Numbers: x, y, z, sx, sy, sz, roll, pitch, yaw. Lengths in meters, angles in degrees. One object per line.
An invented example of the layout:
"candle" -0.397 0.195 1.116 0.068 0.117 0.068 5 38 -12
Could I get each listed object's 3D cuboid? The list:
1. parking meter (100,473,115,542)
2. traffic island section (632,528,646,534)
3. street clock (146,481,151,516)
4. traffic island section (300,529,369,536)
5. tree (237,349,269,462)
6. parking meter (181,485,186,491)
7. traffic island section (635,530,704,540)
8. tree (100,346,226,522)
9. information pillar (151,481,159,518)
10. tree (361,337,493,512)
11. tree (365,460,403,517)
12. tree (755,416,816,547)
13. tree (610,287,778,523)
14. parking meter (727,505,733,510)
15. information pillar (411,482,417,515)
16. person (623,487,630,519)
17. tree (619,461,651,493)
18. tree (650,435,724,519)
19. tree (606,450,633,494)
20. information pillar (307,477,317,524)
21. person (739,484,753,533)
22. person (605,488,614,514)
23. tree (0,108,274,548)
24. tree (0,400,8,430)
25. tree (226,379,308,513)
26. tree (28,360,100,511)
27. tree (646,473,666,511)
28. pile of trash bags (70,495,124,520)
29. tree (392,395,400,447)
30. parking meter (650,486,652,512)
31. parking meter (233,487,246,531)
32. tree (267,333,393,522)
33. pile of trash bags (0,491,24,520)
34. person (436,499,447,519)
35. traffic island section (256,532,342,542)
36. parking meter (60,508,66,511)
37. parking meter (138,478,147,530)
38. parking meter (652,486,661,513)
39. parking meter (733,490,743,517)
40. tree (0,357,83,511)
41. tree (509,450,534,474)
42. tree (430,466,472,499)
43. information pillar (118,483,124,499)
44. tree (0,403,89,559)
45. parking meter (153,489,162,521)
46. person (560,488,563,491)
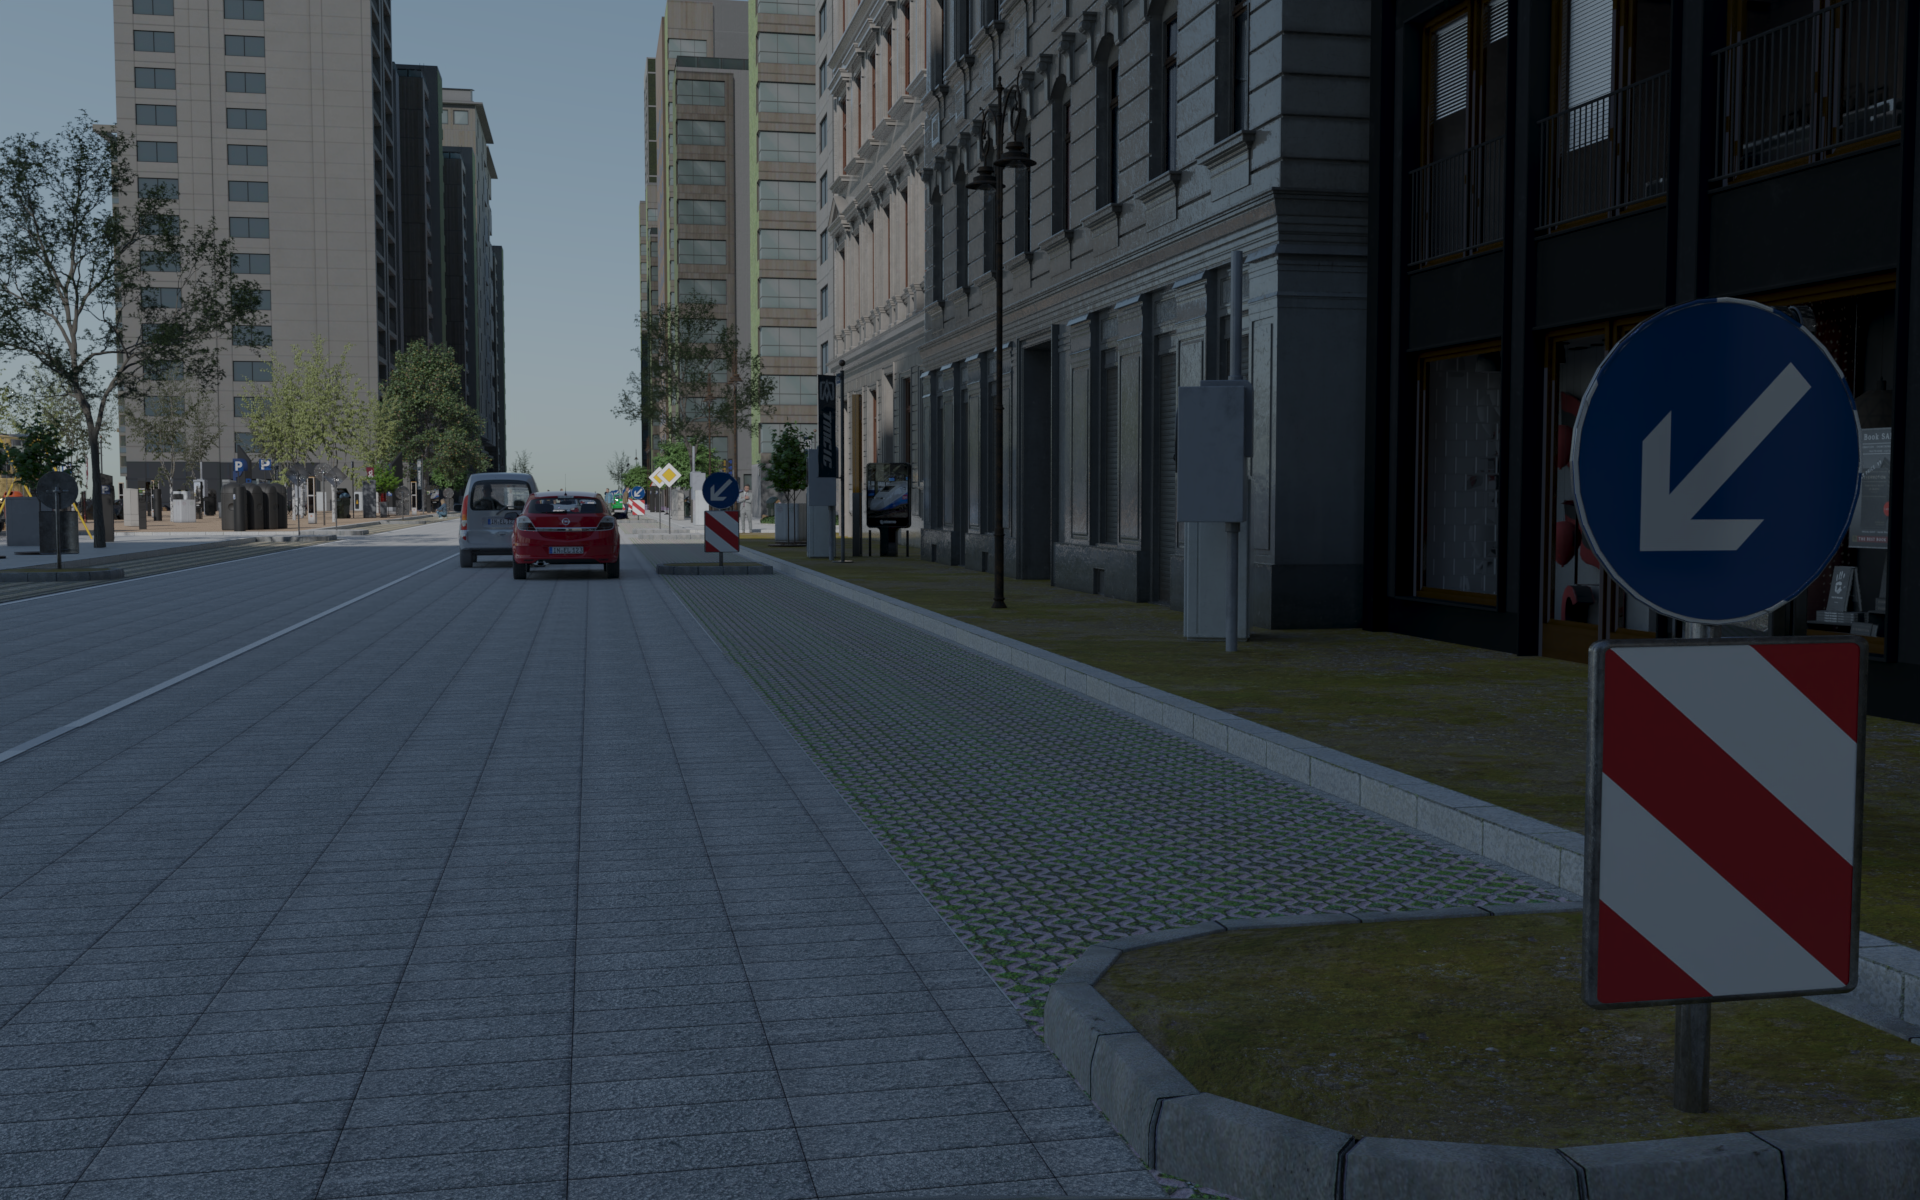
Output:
"parking meter" -22.841 -2.486 46.363 0.399 1.863 0.255 -1 4 -21
"traffic island section" -10.956 -2.515 63.400 2.009 0.180 2.903 -1 4 -12
"street clock" -46.615 -5.808 99.529 0.471 2.002 0.358 -1 4 -22
"traffic island section" -22.002 -2.372 61.065 2.009 0.180 2.903 -1 4 -12
"tree" -32.681 -8.180 84.100 4.737 8.622 4.395 0 3 0
"parking meter" -48.557 -6.276 108.315 0.255 1.863 0.399 -1 4 -18
"traffic island section" -9.295 -2.037 55.589 2.009 0.180 2.903 -1 4 -12
"tree" -36.770 -7.930 80.022 4.360 8.622 3.978 0 3 0
"information pillar" -43.662 -5.473 93.973 0.304 2.012 0.304 3 5 40
"tree" -38.889 -12.799 126.274 9.611 12.733 9.660 0 3 0
"tree" -32.765 -6.294 97.508 1.663 3.219 1.824 0 3 0
"tree" -4.281 -3.063 44.688 1.663 3.219 1.824 0 3 0
"tree" -11.759 -8.740 77.319 8.767 10.594 7.601 1 4 17
"parking meter" -13.128 -5.539 98.971 0.372 1.533 0.369 0 3 0
"information pillar" -32.829 -6.095 104.149 0.304 2.012 0.304 -1 4 -14
"person" -18.872 -5.470 97.850 0.656 1.842 0.836 2 4 32
"tree" -31.858 -11.506 171.830 4.285 4.588 4.351 0 3 0
"tree" -14.698 -6.849 95.695 4.285 4.588 4.351 0 3 0
"tree" -56.137 -20.514 285.772 4.360 8.622 3.978 0 3 0
"information pillar" -27.850 -4.279 74.448 0.304 2.012 0.304 0 4 -3
"person" -7.536 -3.198 60.972 0.511 1.800 0.466 0 4 -7
"person" -20.817 -5.746 102.786 0.601 1.785 0.444 3 4 38
"tree" -20.560 -6.543 41.389 8.767 10.594 7.601 0 4 -7
"tree" -61.435 -9.600 107.328 4.360 8.622 3.978 0 3 0
"tree" -43.875 -9.785 110.343 4.360 8.622 3.978 0 3 0
"tree" -45.690 -8.512 89.539 4.360 8.622 3.978 0 3 0
"tree" -23.119 -8.382 131.653 1.663 3.219 1.824 0 3 0
"pile of trash bags" -41.860 -4.653 85.833 3.447 1.369 1.912 1 4 17
"tree" -39.741 -10.224 117.518 4.737 8.622 4.395 0 3 0
"parking meter" -21.494 -7.052 121.013 0.255 1.863 0.399 -2 4 -32
"parking meter" -24.769 -3.127 59.533 0.372 1.533 0.369 0 3 0
"tree" -28.542 -7.852 78.739 4.737 8.622 4.395 0 3 0
"pile of trash bags" -28.760 -2.501 50.651 3.447 1.369 1.912 1 4 17
"person" -30.001 -5.262 100.027 0.738 1.151 1.012 0 4 4
"traffic island section" -20.341 -1.894 53.254 2.009 0.180 2.903 -1 4 -12
"parking meter" -41.160 -4.336 79.307 0.372 1.533 0.369 0 3 0
"parking meter" -29.595 -3.484 62.678 0.255 1.863 0.399 -2 4 -24
"parking meter" -20.920 -6.998 120.128 0.399 1.863 0.255 3 5 39
"parking meter" -12.224 -5.367 96.158 0.372 1.533 0.369 0 3 0
"tree" -49.273 -8.758 93.557 4.737 8.622 4.395 0 3 0
"tree" -71.225 -20.240 281.284 4.360 8.622 3.978 0 3 0
"tree" -41.285 -9.608 140.805 4.285 4.588 4.351 0 3 0
"information pillar" -53.824 -6.526 111.193 0.304 2.012 0.304 -1 4 -18
"tree" -19.464 -2.587 36.892 1.663 3.219 1.824 0 3 0
"parking meter" -38.162 -4.523 82.355 0.372 1.533 0.369 0 3 0
"person" -27.896 -6.906 121.423 0.388 1.821 0.555 2 4 23
